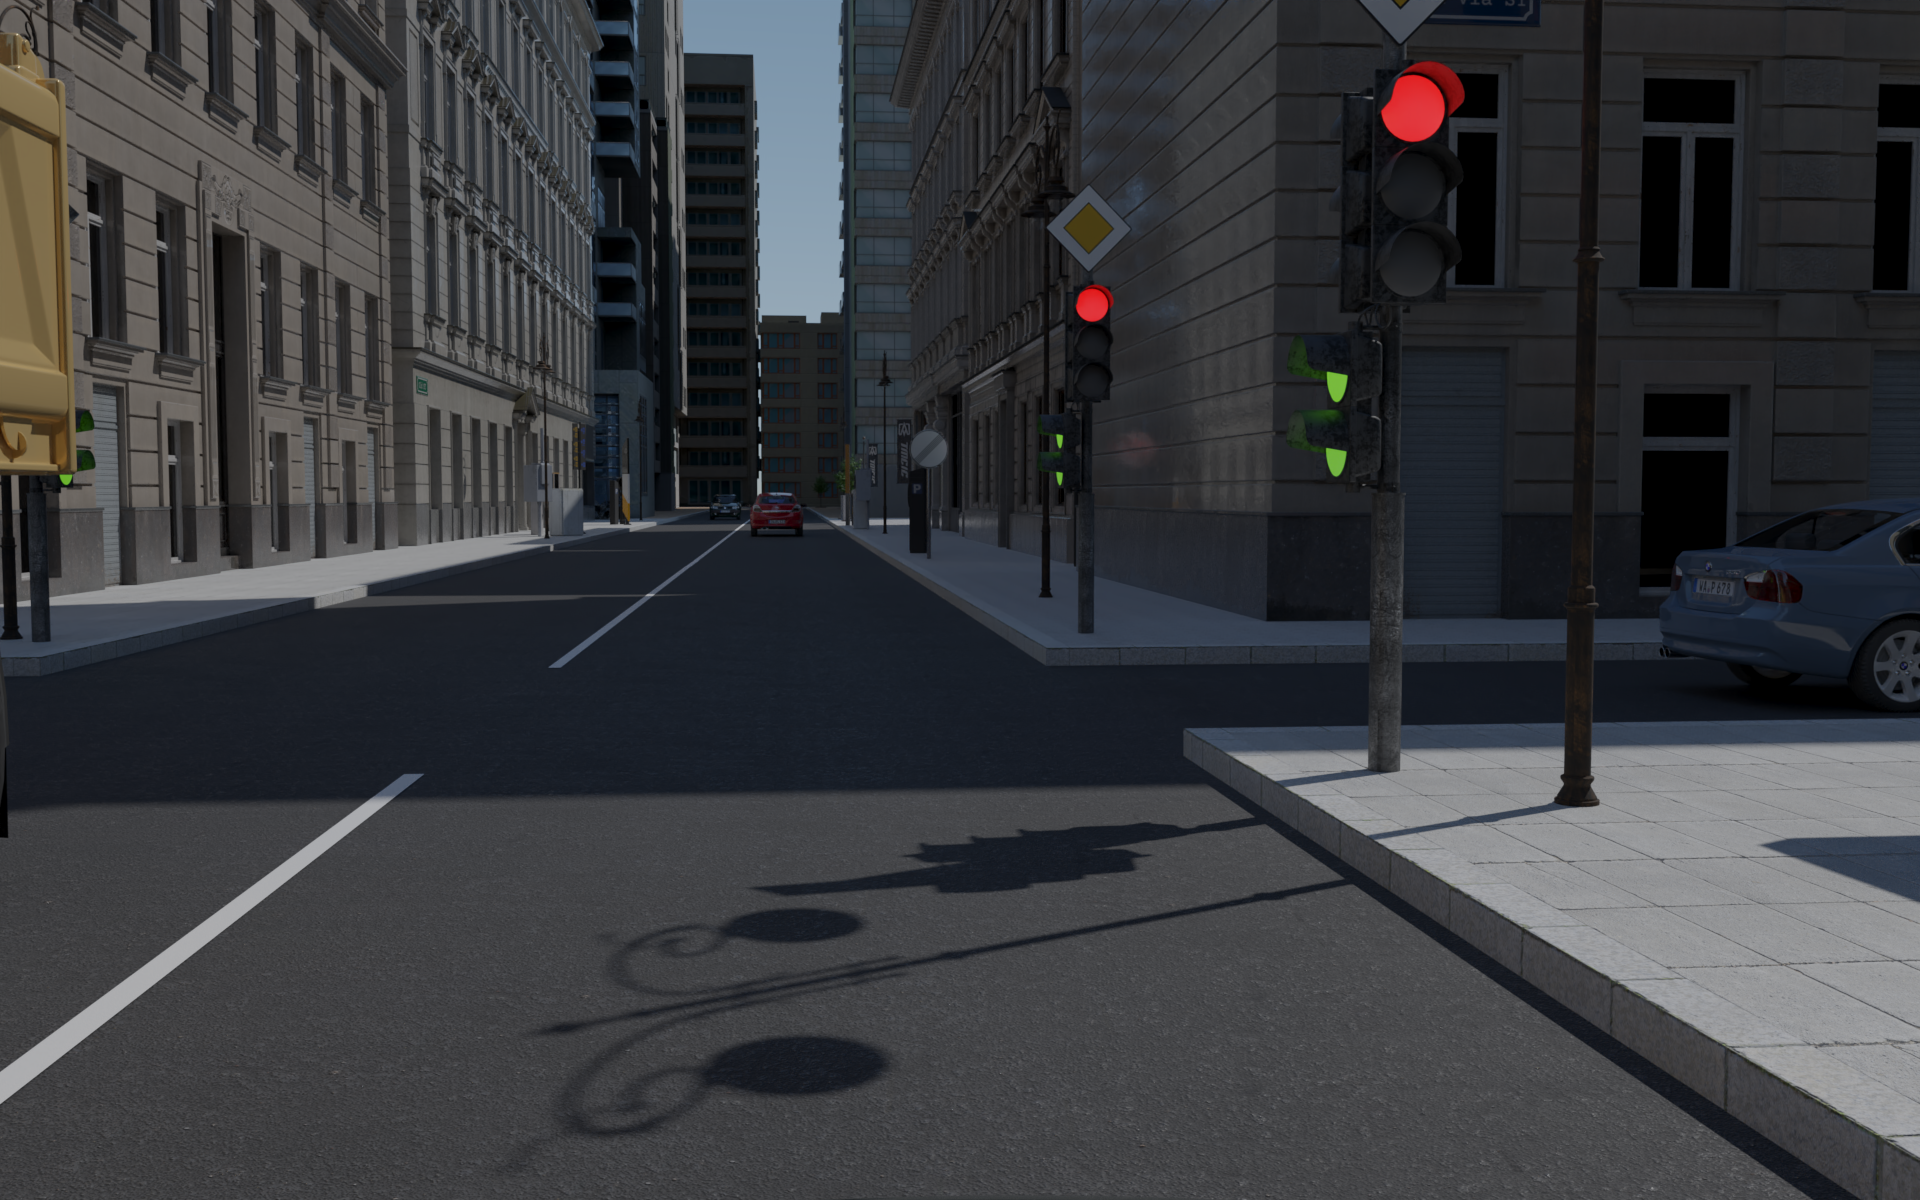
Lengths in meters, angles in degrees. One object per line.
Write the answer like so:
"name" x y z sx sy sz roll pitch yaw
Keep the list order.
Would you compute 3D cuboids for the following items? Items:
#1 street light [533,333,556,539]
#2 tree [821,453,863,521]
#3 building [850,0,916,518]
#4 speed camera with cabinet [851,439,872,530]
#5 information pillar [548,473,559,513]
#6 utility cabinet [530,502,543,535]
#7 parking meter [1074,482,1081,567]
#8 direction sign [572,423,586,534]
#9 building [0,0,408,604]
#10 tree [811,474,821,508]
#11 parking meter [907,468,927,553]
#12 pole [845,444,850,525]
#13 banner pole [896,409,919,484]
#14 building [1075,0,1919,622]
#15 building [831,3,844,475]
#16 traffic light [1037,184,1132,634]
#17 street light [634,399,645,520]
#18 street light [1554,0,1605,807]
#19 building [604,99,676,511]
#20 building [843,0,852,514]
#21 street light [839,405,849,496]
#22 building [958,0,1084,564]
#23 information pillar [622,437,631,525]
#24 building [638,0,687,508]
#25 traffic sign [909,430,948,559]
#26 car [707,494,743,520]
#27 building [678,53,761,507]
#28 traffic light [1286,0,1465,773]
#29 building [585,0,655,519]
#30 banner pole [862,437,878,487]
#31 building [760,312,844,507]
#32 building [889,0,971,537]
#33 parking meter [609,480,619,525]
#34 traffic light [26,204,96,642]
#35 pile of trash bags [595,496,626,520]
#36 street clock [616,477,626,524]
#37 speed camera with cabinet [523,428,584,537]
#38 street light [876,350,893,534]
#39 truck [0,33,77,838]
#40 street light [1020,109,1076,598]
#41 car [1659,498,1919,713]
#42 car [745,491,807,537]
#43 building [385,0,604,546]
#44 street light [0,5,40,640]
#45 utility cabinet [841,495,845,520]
"street light" -11.892 -4.703 49.687 0.468 5.910 1.993 0 4 -6
"tree" -5.810 -5.729 88.276 1.663 3.219 1.824 0 3 0
"building" 0.660 -25.458 99.840 14.154 41.232 14.086 0 4 -6
"speed camera with cabinet" -3.616 -4.217 63.282 0.660 3.252 2.038 0 4 -8
"information pillar" -14.075 -3.393 59.969 0.304 2.012 0.304 2 4 26
"utility cabinet" -13.308 -2.651 54.512 0.306 1.237 1.020 0 4 -8
"parking meter" 2.155 -1.531 30.739 0.255 1.863 0.399 0 4 6
"direction sign" -12.259 -3.901 55.781 0.379 3.537 0.876 1 4 13
"building" -17.641 -14.078 27.436 12.463 27.353 25.104 0 4 -6
"tree" -13.329 -10.600 167.905 1.663 3.219 1.824 0 3 0
"parking meter" -0.924 -1.948 37.560 0.399 1.863 0.255 1 4 8
"pole" -4.597 -4.713 70.905 0.158 3.312 0.155 0 3 0
"banner pole" -1.487 -3.725 50.916 0.863 3.779 0.401 1 4 22
"building" 14.569 -13.831 23.407 25.104 27.353 12.463 0 4 -6
"building" 0.796 -32.499 150.972 23.786 49.044 30.456 0 4 -6
"traffic light" 1.144 -1.649 15.876 0.839 4.253 0.868 0 4 -6
"street light" -15.568 -6.823 84.347 0.468 5.910 1.993 0 4 -6
"street light" 2.559 -2.093 7.005 0.468 5.910 1.993 0 4 -6
"building" -28.449 -21.699 126.487 14.160 30.474 14.107 0 4 -6
"building" 2.350 -35.395 120.701 21.231 58.520 28.212 0 4 -6
"street light" -6.049 -7.189 90.321 0.468 5.910 1.993 0 4 -6
"building" 5.732 -10.777 40.826 10.561 19.102 19.286 0 4 -6
"information pillar" -13.852 -4.923 71.851 0.183 3.616 0.504 -3 4 -39
"building" -37.301 -34.166 147.846 27.495 52.752 28.713 0 4 -6
"traffic sign" -0.615 -2.090 34.275 0.768 2.556 0.104 0 4 -2
"car" -13.130 -5.331 96.946 2.009 1.686 4.222 0 4 -7
"building" -32.113 -34.227 183.314 21.600 48.544 21.300 0 4 -6
"traffic light" 1.952 -1.163 7.932 0.839 4.253 0.868 0 4 -6
"building" -29.387 -48.280 102.054 22.319 86.520 31.000 0 4 -6
"banner pole" -3.971 -5.237 75.642 0.863 3.779 0.401 1 4 13
"building" -7.098 -21.072 189.572 28.899 21.520 27.650 0 4 -6
"building" 2.465 -13.487 71.428 10.553 20.767 40.483 0 4 -6
"parking meter" -14.549 -4.105 72.834 0.255 1.863 0.399 1 4 14
"traffic light" -7.969 -1.591 14.937 0.839 4.253 0.868 0 4 -6
"pile of trash bags" -18.382 -4.770 87.735 3.447 1.369 1.912 2 4 35
"street clock" -14.311 -4.209 73.385 0.471 2.002 0.358 -3 5 -41
"speed camera with cabinet" -12.357 -3.568 52.671 0.660 3.252 2.038 2 4 29
"street light" -2.425 -5.080 55.839 0.468 5.910 1.993 0 4 -6
"truck" -4.199 -0.364 1.882 3.469 3.379 9.791 0 4 -6
"street light" 1.066 -2.970 21.344 0.468 5.910 1.993 0 4 -6
"car" 7.348 -0.017 12.282 4.499 1.417 2.014 0 4 -6
"car" -6.353 -3.114 59.950 2.155 1.783 4.494 0 4 -6
"building" -23.371 -17.480 62.219 17.030 29.872 44.131 0 4 -6
"street light" -8.391 -2.590 15.140 0.468 5.910 1.993 0 4 -6
"utility cabinet" -5.629 -4.498 84.707 0.306 1.237 1.020 -1 4 -10
